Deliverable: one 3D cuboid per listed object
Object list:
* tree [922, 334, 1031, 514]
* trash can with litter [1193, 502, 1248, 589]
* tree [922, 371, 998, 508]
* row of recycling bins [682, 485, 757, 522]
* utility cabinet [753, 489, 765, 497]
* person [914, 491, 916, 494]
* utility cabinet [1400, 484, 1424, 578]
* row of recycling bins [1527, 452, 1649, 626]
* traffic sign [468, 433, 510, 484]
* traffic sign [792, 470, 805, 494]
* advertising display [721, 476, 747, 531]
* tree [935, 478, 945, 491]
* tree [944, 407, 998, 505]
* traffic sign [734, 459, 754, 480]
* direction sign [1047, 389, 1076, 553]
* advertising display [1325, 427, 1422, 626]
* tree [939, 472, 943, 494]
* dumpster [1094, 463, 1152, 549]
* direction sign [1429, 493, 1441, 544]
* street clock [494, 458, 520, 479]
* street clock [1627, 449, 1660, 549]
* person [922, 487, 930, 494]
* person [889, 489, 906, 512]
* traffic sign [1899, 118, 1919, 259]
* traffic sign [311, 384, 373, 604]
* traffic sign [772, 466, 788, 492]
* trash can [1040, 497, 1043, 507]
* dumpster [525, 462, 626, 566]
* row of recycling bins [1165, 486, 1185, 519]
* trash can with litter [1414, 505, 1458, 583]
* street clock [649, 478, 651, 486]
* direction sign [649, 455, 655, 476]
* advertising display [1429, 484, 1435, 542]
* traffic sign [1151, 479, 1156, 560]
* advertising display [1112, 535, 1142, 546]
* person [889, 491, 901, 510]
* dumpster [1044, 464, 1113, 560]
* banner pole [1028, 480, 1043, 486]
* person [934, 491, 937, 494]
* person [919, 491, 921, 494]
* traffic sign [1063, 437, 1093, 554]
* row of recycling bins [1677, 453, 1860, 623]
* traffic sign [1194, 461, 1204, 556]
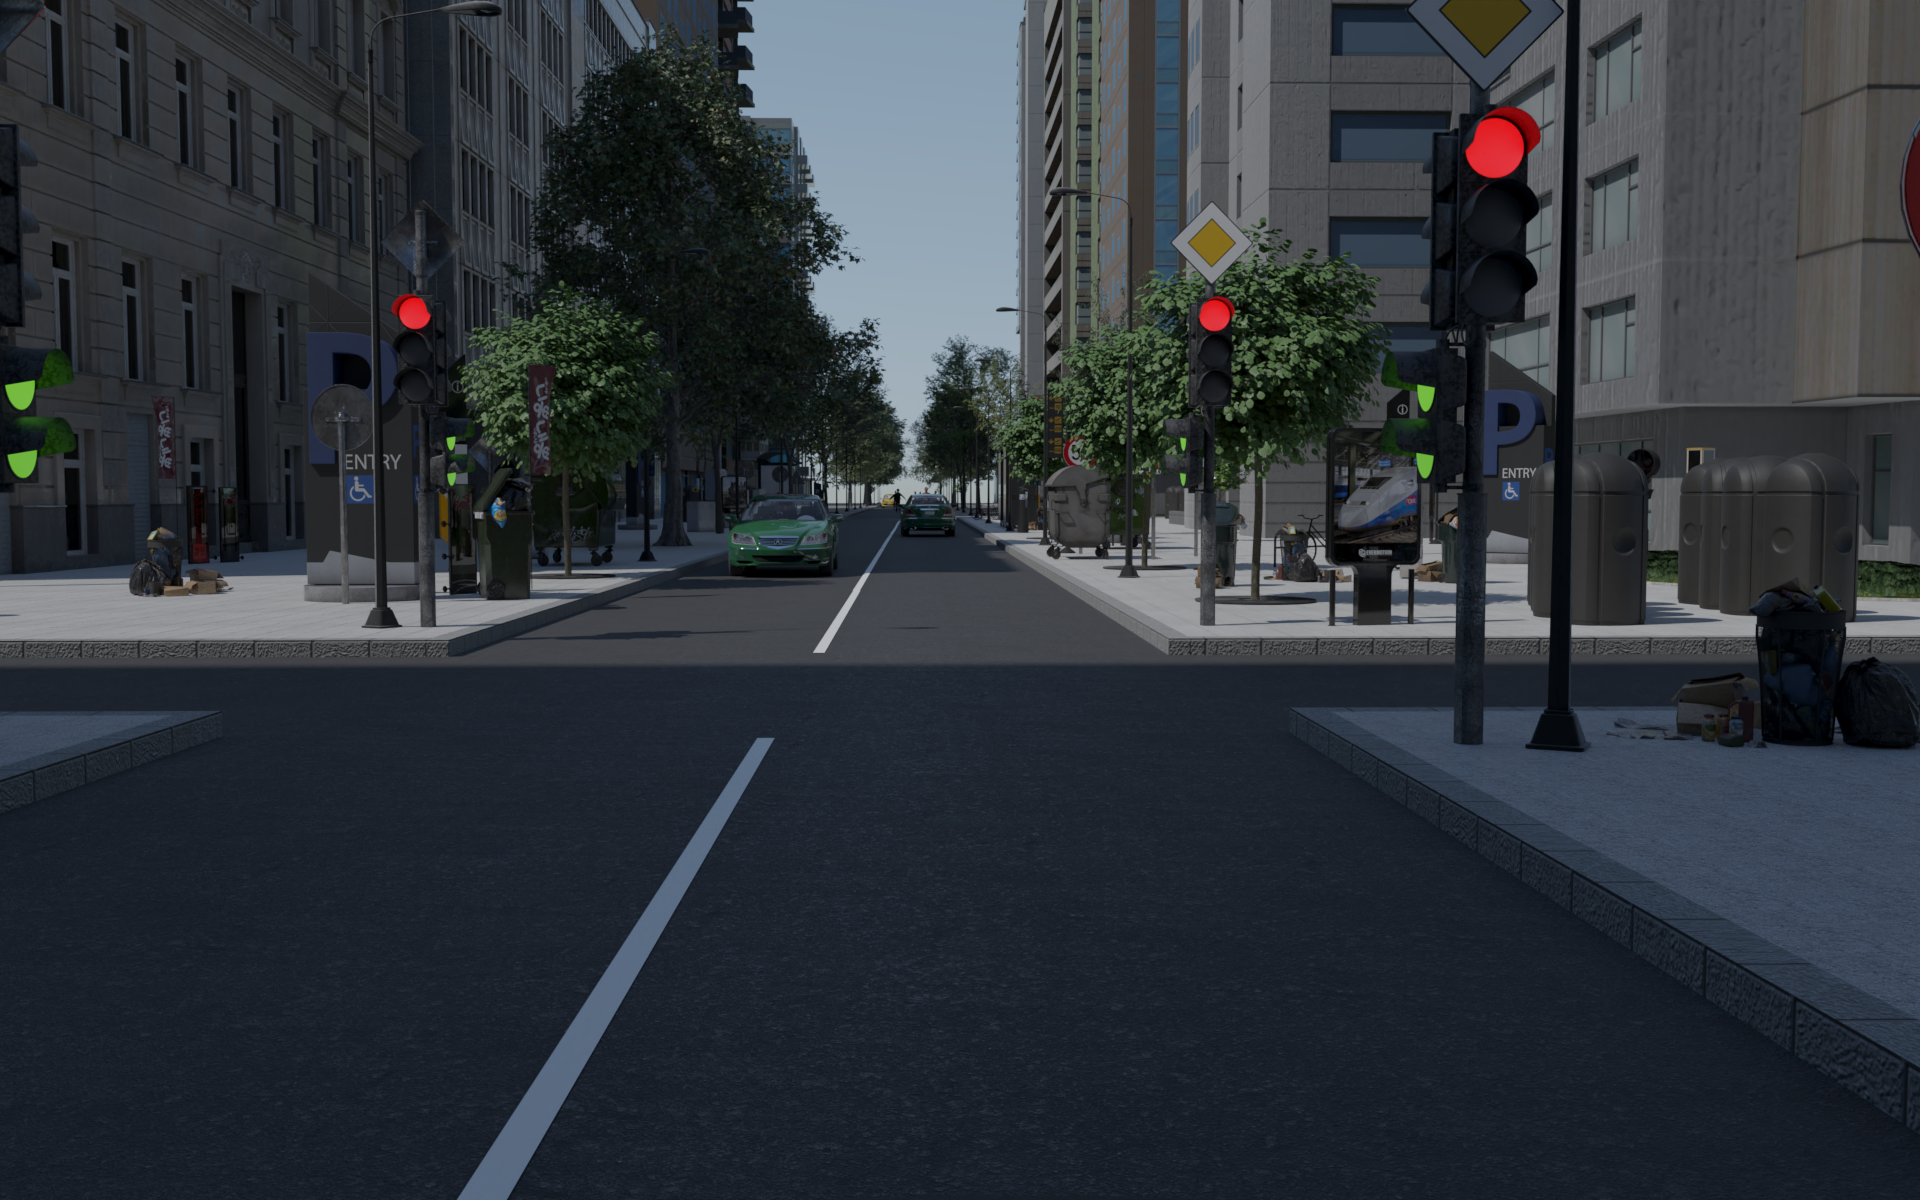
[{"bbox_3d":[1.066,-11.457,113.070,9.928,11.665,9.643,0,3,0],"label":"tree"},{"bbox_3d":[3.570,-0.761,23.835,0.624,1.170,1.055,1,4,18],"label":"trash can with litter"},{"bbox_3d":[-0.029,-14.696,158.408,7.486,12.596,7.792,0,3,0],"label":"tree"},{"bbox_3d":[-10.930,-4.398,79.026,3.534,1.692,1.069,-1,4,-11],"label":"row of recycling bins"},{"bbox_3d":[-8.862,-4.137,76.322,0.318,1.500,1.173,0,4,7],"label":"utility cabinet"},{"bbox_3d":[-6.005,-13.580,230.557,0.705,1.821,1.348,1,4,10],"label":"person"},{"bbox_3d":[6.977,-1.101,26.687,0.318,1.500,1.173,1,4,17],"label":"utility cabinet"},{"bbox_3d":[6.602,-0.695,18.477,1.069,1.692,3.534,1,4,13],"label":"row of recycling bins"},{"bbox_3d":[-8.342,-1.808,30.750,0.795,2.450,0.064,0,4,6],"label":"traffic sign"},{"bbox_3d":[-8.697,-5.634,92.124,0.884,2.594,0.081,0,4,5],"label":"traffic sign"},{"bbox_3d":[-7.940,-3.405,60.892,0.974,1.923,0.123,-2,4,-32],"label":"advertising display"},{"bbox_3d":[-2.446,-17.808,241.515,4.360,8.622,3.978,0,3,0],"label":"tree"},{"bbox_3d":[-0.479,-15.786,175.101,9.611,12.733,9.660,0,3,0],"label":"tree"},{"bbox_3d":[-7.948,-3.894,63.768,0.768,2.556,0.104,0,4,4],"label":"traffic sign"},{"bbox_3d":[2.322,-2.782,37.488,0.876,3.537,0.379,0,4,-4],"label":"direction sign"},{"bbox_3d":[4.036,-0.715,16.911,0.974,1.923,0.123,-1,4,-15],"label":"advertising display"},{"bbox_3d":[-2.648,-19.415,227.806,12.009,13.543,11.850,0,3,0],"label":"tree"},{"bbox_3d":[3.770,-2.339,40.730,1.502,2.255,1.985,0,4,-1],"label":"dumpster"},{"bbox_3d":[12.228,-3.202,44.354,0.379,3.537,0.876,1,4,12],"label":"direction sign"},{"bbox_3d":[-9.168,-1.868,35.110,0.471,2.002,0.358,1,4,16],"label":"street clock"},{"bbox_3d":[10.940,-1.420,27.785,0.471,2.002,0.358,3,5,44],"label":"street clock"},{"bbox_3d":[-1.886,-5.409,96.878,1.348,1.831,0.705,0,4,-4],"label":"person"},{"bbox_3d":[-4.876,-7.829,136.139,1.348,1.869,0.705,0,4,5],"label":"person"},{"bbox_3d":[3.079,-0.302,5.038,0.768,2.556,0.104,0,4,3],"label":"traffic sign"},{"bbox_3d":[-7.170,-1.225,20.135,0.768,2.556,0.104,0,4,3],"label":"traffic sign"},{"bbox_3d":[-8.159,-4.797,78.545,0.768,2.556,0.104,1,4,8],"label":"traffic sign"},{"bbox_3d":[3.598,-4.107,78.803,0.748,1.137,0.748,0,3,0],"label":"trash can"},{"bbox_3d":[-6.970,-1.770,31.437,1.502,2.255,1.985,0,4,-1],"label":"dumpster"},{"bbox_3d":[11.490,-4.959,88.194,1.069,1.692,3.534,-1,4,-21],"label":"row of recycling bins"},{"bbox_3d":[7.010,-0.838,25.092,0.624,1.170,1.055,-2,4,-32],"label":"trash can with litter"},{"bbox_3d":[-12.307,-3.852,67.552,0.471,2.002,0.358,1,4,13],"label":"street clock"},{"bbox_3d":[-13.641,-5.072,74.928,0.876,3.537,0.379,-1,4,-8],"label":"direction sign"},{"bbox_3d":[12.819,-2.558,47.038,0.123,1.923,0.974,1,4,17],"label":"advertising display"},{"bbox_3d":[3.787,-2.064,33.858,0.768,2.556,0.104,0,4,6],"label":"traffic sign"},{"bbox_3d":[4.160,-2.307,42.939,0.974,1.923,0.123,-2,4,-26],"label":"advertising display"},{"bbox_3d":[-5.906,-9.093,157.695,1.217,1.766,0.721,-1,4,-23],"label":"person"},{"bbox_3d":[2.377,-1.762,34.573,1.264,1.857,1.865,0,4,-1],"label":"dumpster"},{"bbox_3d":[2.867,-4.452,62.802,0.863,3.779,0.401,-1,4,-13],"label":"banner pole"},{"bbox_3d":[-2.049,-8.213,143.718,0.436,1.711,0.756,3,4,39],"label":"person"},{"bbox_3d":[-4.588,-11.707,200.638,1.217,1.736,0.721,0,4,-6],"label":"person"},{"bbox_3d":[2.583,-2.256,36.990,0.768,2.556,0.104,0,4,4],"label":"traffic sign"},{"bbox_3d":[8.686,-0.717,18.834,1.069,1.692,3.534,0,4,6],"label":"row of recycling bins"},{"bbox_3d":[4.853,-2.167,35.544,0.768,2.556,0.104,0,4,2],"label":"traffic sign"}]
